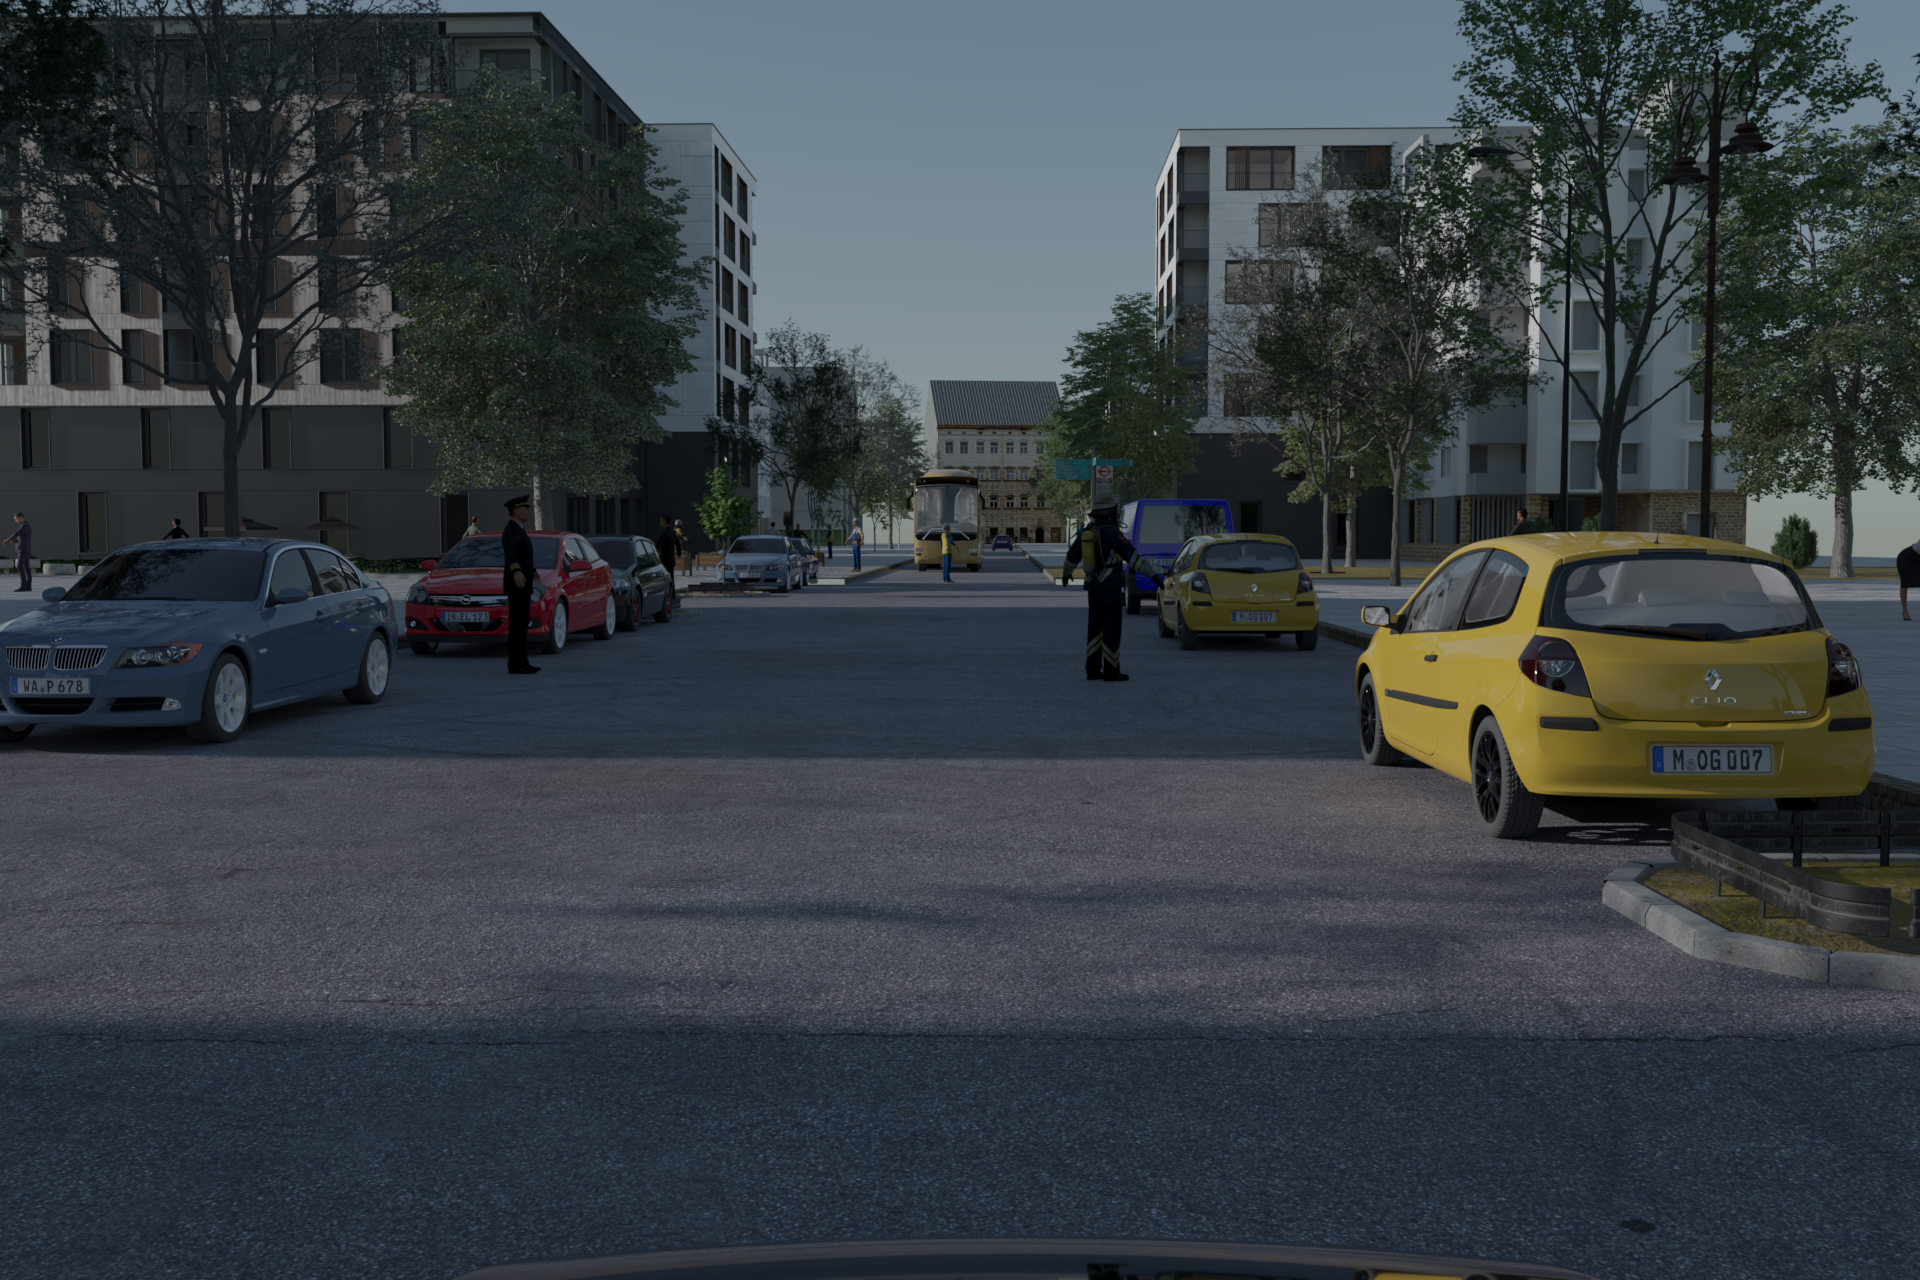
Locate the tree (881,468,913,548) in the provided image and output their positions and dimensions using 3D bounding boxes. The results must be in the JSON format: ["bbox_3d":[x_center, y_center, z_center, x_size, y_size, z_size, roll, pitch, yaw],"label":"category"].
[{"bbox_3d":[-5.452,-12.460,154.089,4.360,8.622,3.978,0,3,0],"label":"tree"}]

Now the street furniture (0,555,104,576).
[{"bbox_3d":[-28.748,-2.521,56.838,5.734,0.657,10.072,3,4,35],"label":"street furniture"}]

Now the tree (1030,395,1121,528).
[{"bbox_3d":[9.044,-12.443,129.191,9.928,11.665,9.643,0,3,0],"label":"tree"}]

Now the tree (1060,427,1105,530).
[{"bbox_3d":[8.975,-10.319,119.074,4.737,8.622,4.395,0,3,0],"label":"tree"}]

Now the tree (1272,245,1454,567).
[{"bbox_3d":[15.527,-9.104,66.971,7.486,12.596,7.792,0,3,0],"label":"tree"}]

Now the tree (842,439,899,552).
[{"bbox_3d":[-6.243,-10.635,124.239,4.737,8.622,4.395,0,3,0],"label":"tree"}]

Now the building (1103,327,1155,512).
[{"bbox_3d":[29.130,-20.963,186.720,27.936,21.610,32.646,0,4,1],"label":"building"}]

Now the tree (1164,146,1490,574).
[{"bbox_3d":[11.836,-8.906,55.978,12.009,13.543,11.850,0,3,0],"label":"tree"}]

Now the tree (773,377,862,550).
[{"bbox_3d":[-6.752,-8.034,81.723,4.737,8.622,4.395,0,3,0],"label":"tree"}]

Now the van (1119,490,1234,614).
[{"bbox_3d":[3.930,-1.720,32.501,2.240,2.365,5.245,0,4,1],"label":"van"}]

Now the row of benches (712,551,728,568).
[{"bbox_3d":[-7.607,-3.020,64.842,4.104,0.672,1.422,2,4,31],"label":"row of benches"}]

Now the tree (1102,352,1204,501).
[{"bbox_3d":[7.684,-7.379,71.010,4.737,8.622,4.395,0,3,0],"label":"tree"}]

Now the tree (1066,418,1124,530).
[{"bbox_3d":[8.432,-9.591,107.174,4.737,8.622,4.395,0,3,0],"label":"tree"}]

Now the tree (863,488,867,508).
[{"bbox_3d":[-15.715,-19.713,240.428,7.486,12.596,7.792,0,3,0],"label":"tree"}]

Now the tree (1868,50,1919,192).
[{"bbox_3d":[9.429,-4.662,10.641,8.767,10.594,7.601,-1,4,-14],"label":"tree"}]

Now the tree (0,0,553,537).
[{"bbox_3d":[-11.930,-7.202,28.123,12.009,13.543,11.850,0,3,0],"label":"tree"}]

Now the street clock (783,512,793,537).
[{"bbox_3d":[-5.558,-3.138,55.884,0.358,2.002,0.471,0,4,2],"label":"street clock"}]

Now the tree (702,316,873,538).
[{"bbox_3d":[-7.512,-8.613,75.233,8.767,10.594,7.601,1,4,15],"label":"tree"}]

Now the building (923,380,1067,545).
[{"bbox_3d":[4.692,-25.263,246.434,18.063,23.208,19.493,0,4,-7],"label":"building"}]

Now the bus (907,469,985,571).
[{"bbox_3d":[-0.344,-4.774,69.594,2.896,3.916,12.252,0,4,2],"label":"bus"}]

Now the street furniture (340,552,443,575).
[{"bbox_3d":[-18.116,-2.624,58.526,5.734,0.657,10.072,-2,4,-32],"label":"street furniture"}]

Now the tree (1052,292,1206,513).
[{"bbox_3d":[7.887,-9.995,81.552,7.486,12.596,7.792,0,3,0],"label":"tree"}]

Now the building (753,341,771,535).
[{"bbox_3d":[-24.973,-18.968,166.544,16.016,20.090,11.380,0,4,2],"label":"building"}]

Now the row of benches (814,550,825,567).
[{"bbox_3d":[-7.154,-3.274,68.987,4.104,0.672,1.422,2,4,27],"label":"row of benches"}]

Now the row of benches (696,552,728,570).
[{"bbox_3d":[-7.310,-2.772,60.790,4.104,0.672,1.422,1,4,21],"label":"row of benches"}]

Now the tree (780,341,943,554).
[{"bbox_3d":[-6.680,-12.297,111.428,12.009,13.543,11.850,0,3,0],"label":"tree"}]

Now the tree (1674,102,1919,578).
[{"bbox_3d":[26.011,-8.821,50.877,9.857,13.997,8.962,0,3,0],"label":"tree"}]

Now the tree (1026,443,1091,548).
[{"bbox_3d":[9.597,-13.454,154.385,8.767,10.594,7.601,1,4,22],"label":"tree"}]

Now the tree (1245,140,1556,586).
[{"bbox_3d":[10.471,-6.590,42.155,7.601,10.594,8.767,-3,5,-44],"label":"tree"}]

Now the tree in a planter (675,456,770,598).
[{"bbox_3d":[-5.421,-2.599,39.709,1.991,3.239,1.994,0,4,2],"label":"tree in a planter"}]

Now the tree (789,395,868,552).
[{"bbox_3d":[-7.059,-8.398,87.676,4.737,8.622,4.395,0,3,0],"label":"tree"}]

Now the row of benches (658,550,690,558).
[{"bbox_3d":[-12.126,-3.120,66.476,4.104,0.672,1.422,-3,5,-40],"label":"row of benches"}]

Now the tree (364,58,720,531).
[{"bbox_3d":[-11.373,-8.577,46.897,9.857,13.997,8.962,0,3,0],"label":"tree"}]

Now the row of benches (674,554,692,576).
[{"bbox_3d":[-10.089,-2.305,53.153,4.104,0.672,1.422,1,4,14],"label":"row of benches"}]

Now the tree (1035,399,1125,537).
[{"bbox_3d":[10.035,-13.805,143.845,7.486,12.596,7.792,0,3,0],"label":"tree"}]

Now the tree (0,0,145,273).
[{"bbox_3d":[-11.783,-4.976,15.773,8.767,10.594,7.601,-1,4,-13],"label":"tree"}]

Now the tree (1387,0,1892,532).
[{"bbox_3d":[10.405,-6.216,27.385,9.928,11.665,9.643,0,3,0],"label":"tree"}]

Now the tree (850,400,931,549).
[{"bbox_3d":[-6.017,-13.928,145.857,7.486,12.596,7.792,0,3,0],"label":"tree"}]

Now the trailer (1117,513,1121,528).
[{"bbox_3d":[4.376,-2.612,49.759,1.471,1.999,3.904,0,4,2],"label":"trailer"}]
